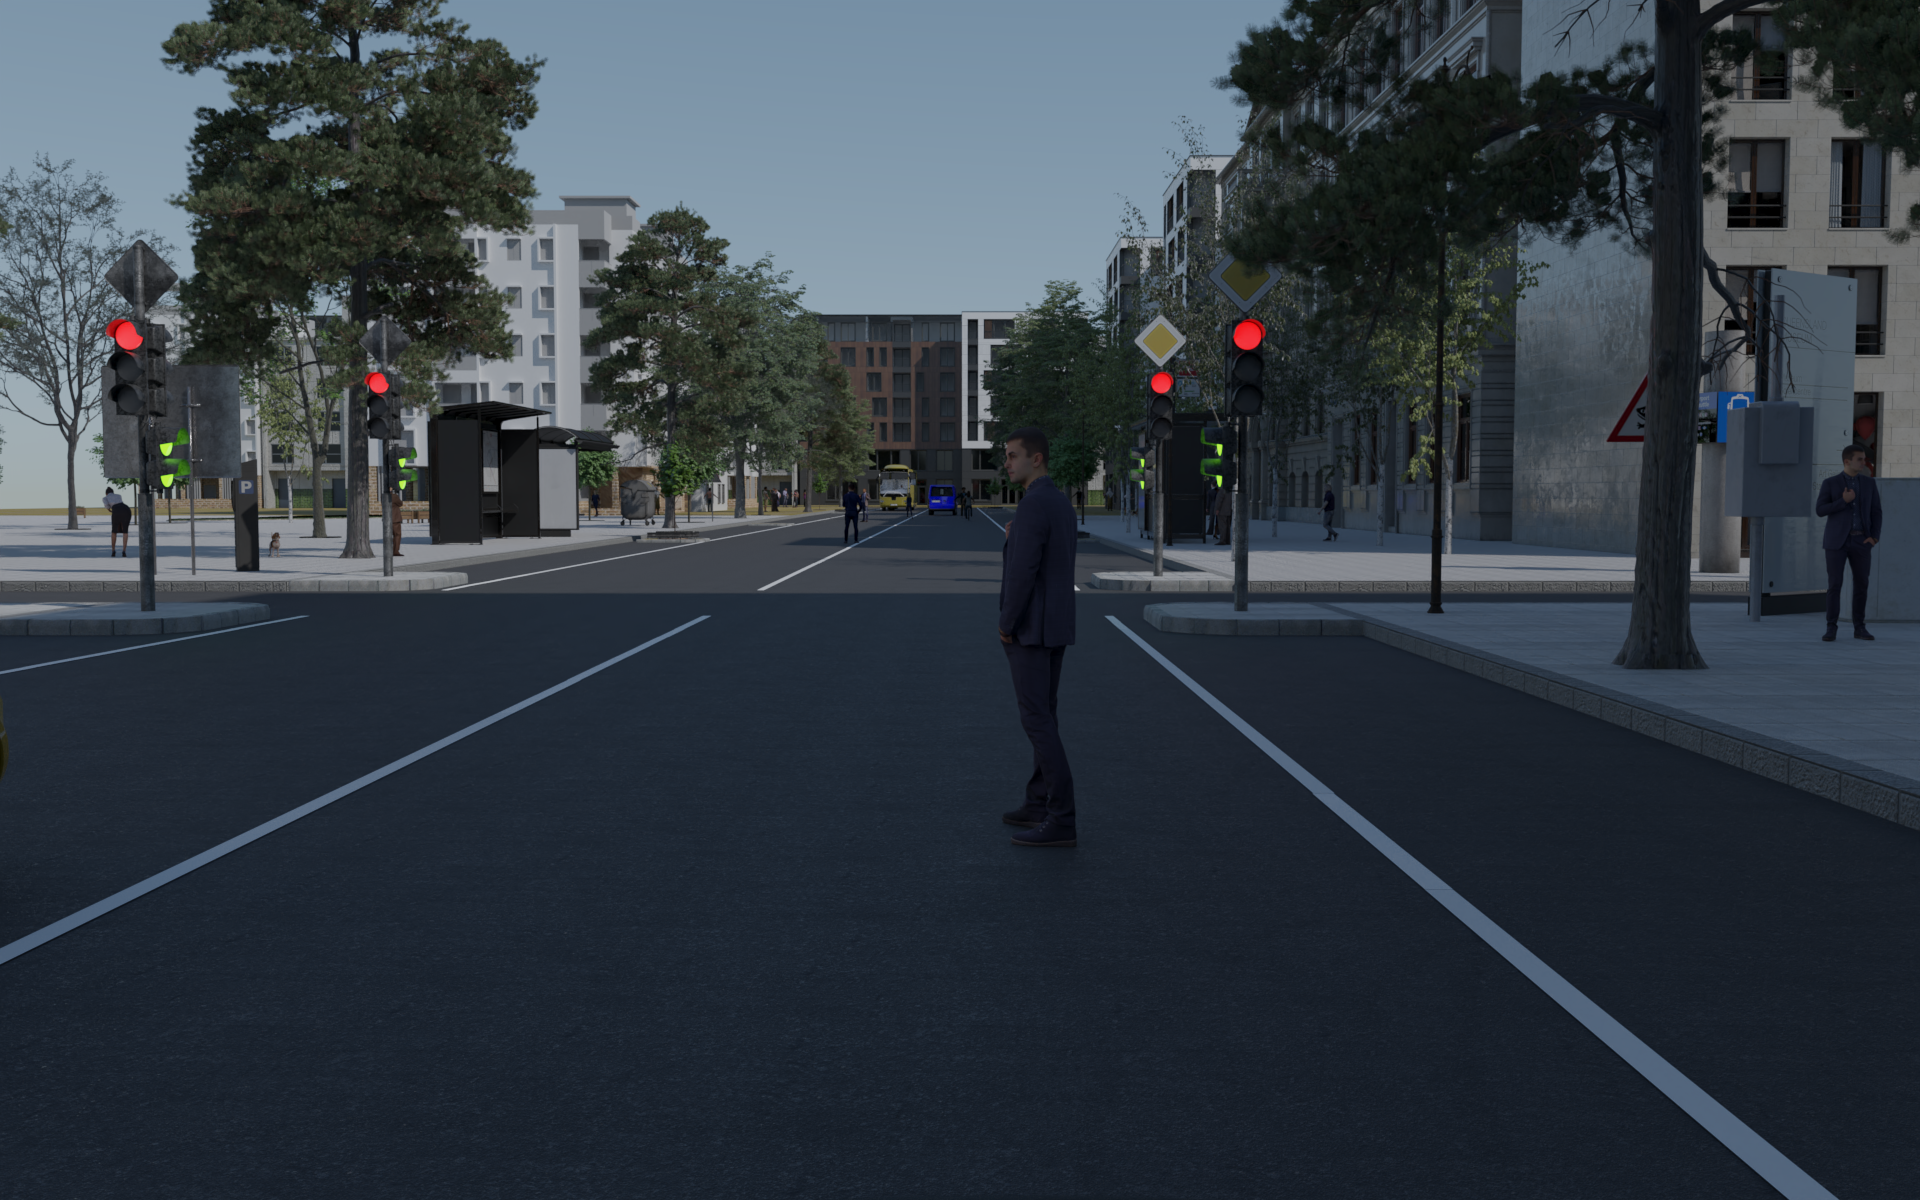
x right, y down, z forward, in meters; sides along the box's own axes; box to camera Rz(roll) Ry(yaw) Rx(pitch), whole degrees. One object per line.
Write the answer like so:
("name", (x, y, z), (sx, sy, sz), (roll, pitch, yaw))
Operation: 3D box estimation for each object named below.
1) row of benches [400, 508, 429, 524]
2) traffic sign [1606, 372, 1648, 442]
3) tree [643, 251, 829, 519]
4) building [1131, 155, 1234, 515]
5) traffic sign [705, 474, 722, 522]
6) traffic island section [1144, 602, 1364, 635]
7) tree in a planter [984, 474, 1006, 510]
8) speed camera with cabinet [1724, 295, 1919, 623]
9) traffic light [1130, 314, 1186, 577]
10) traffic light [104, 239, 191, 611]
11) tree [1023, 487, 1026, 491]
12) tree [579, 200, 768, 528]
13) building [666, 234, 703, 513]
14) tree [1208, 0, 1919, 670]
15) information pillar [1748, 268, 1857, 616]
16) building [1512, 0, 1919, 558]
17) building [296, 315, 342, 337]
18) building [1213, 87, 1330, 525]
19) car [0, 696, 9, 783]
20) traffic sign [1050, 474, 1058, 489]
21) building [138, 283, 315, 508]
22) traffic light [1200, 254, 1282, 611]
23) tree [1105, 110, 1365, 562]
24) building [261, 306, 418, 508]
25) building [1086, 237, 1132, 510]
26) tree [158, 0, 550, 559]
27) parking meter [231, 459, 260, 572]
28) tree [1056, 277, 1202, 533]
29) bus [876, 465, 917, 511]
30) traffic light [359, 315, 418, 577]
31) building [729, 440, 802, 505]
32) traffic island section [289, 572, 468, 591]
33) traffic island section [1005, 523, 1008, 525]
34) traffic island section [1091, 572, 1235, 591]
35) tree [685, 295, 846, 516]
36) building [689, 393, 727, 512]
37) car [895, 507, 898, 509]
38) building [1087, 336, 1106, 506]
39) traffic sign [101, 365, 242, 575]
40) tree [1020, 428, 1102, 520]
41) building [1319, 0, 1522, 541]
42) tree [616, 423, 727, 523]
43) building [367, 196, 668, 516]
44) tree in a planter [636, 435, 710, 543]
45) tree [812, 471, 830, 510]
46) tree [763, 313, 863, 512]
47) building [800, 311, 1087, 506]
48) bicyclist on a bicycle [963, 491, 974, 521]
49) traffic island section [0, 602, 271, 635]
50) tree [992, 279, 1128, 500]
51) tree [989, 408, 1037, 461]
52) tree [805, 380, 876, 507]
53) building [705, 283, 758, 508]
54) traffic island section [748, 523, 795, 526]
("row of benches", (-23.722, -3.701, 75.970), (1.422, 0.672, 4.104), (1, 4, 20))
("traffic sign", (7.071, -1.088, 17.793), (0.884, 2.594, 0.081), (0, 4, 4))
("tree", (-11.645, -11.246, 90.520), (9.857, 13.997, 8.962), (0, 3, 0))
("building", (27.766, -16.940, 120.951), (27.936, 21.610, 32.646), (0, 3, 0))
("traffic sign", (-11.535, -4.935, 80.687), (0.884, 2.594, 0.081), (1, 4, 8))
("traffic island section", (3.107, 0.200, 19.017), (2.009, 0.180, 2.903), (0, 3, 0))
("tree in a planter", (3.143, -9.691, 155.671), (1.991, 3.239, 1.994), (0, 3, 0))
("speed camera with cabinet", (8.853, -1.413, 17.431), (2.038, 3.252, 0.660), (0, 4, 6))
("traffic light", (3.069, -2.302, 26.889), (0.839, 4.213, 0.868), (0, 3, 0))
("traffic light", (-8.894, -1.813, 18.892), (0.839, 4.213, 0.868), (0, 3, 0))
("tree", (6.508, -12.780, 159.316), (4.360, 8.622, 3.978), (0, 3, 0))
("tree", (-10.816, -8.718, 64.588), (6.751, 12.117, 7.091), (0, 3, 0))
("building", (-26.819, -16.078, 119.290), (16.016, 20.091, 11.380), (0, 3, 0))
("tree", (5.207, -5.527, 12.415), (6.751, 12.117, 7.091), (0, 3, 0))
("information pillar", (9.063, -1.669, 18.607), (1.656, 3.620, 0.184), (-2, 4, -34))
("building", (22.710, -11.272, 39.056), (16.860, 20.320, 10.420), (0, 3, 0))
("building", (-66.401, -22.291, 208.426), (32.646, 21.610, 27.936), (0, 3, 0))
("building", (20.380, -16.250, 84.772), (14.460, 24.649, 34.723), (0, 3, 0))
("car", (-4.442, 0.325, 4.904), (2.015, 1.641, 3.980), (0, 4, -2))
("traffic sign", (4.987, -5.409, 88.548), (0.768, 2.556, 0.104), (0, 4, 2))
("building", (-67.902, -18.674, 161.740), (11.380, 20.091, 16.016), (0, 3, 0))
("traffic light", (3.067, -1.814, 18.904), (0.839, 4.213, 0.868), (0, 3, 0))
("tree", (4.997, -5.034, 32.666), (4.360, 8.622, 3.978), (0, 3, 0))
("building", (-46.469, -18.116, 162.647), (31.486, 18.905, 16.747), (0, 3, 0))
("building", (26.671, -18.960, 153.965), (27.936, 21.610, 32.646), (0, 3, 0))
("tree", (-11.827, -7.771, 34.479), (7.806, 13.903, 7.818), (0, 3, 0))
("parking meter", (-11.871, -1.409, 28.756), (0.399, 1.863, 0.255), (-2, 4, -28))
("tree", (5.359, -6.547, 57.408), (4.737, 8.622, 4.395), (0, 3, 0))
("bus", (-5.270, -9.611, 148.691), (2.896, 3.916, 12.252), (0, 4, 2))
("traffic light", (-8.892, -2.302, 26.877), (0.839, 4.213, 0.868), (0, 3, 0))
("building", (-34.337, -20.572, 202.811), (31.486, 18.905, 16.747), (0, 3, 0))
("traffic island section", (-8.932, -0.289, 27.010), (2.009, 0.180, 2.903), (0, 3, 0))
("traffic island section", (3.115, -3.531, 80.593), (1.991, 0.108, 1.994), (0, 3, 0))
("traffic island section", (3.109, -0.289, 27.002), (2.009, 0.180, 2.903), (0, 3, 0))
("tree", (-12.076, -11.800, 103.298), (12.009, 13.543, 11.850), (0, 3, 0))
("building", (-23.166, -12.064, 139.395), (9.099, 9.664, 28.070), (0, 3, 0))
("car", (-5.393, -9.664, 167.052), (2.155, 1.783, 4.494), (0, 4, 0))
("building", (30.097, -20.518, 201.923), (31.486, 18.905, 16.747), (0, 3, 0))
("traffic sign", (-12.448, -2.047, 27.345), (2.265, 3.308, 0.079), (0, 4, 5))
("tree", (5.396, -6.250, 85.905), (4.285, 4.588, 4.351), (0, 3, 0))
("building", (19.166, -13.468, 56.356), (11.583, 22.565, 21.152), (0, 3, 0))
("tree", (-12.251, -5.744, 77.635), (4.285, 4.588, 4.351), (0, 3, 0))
("building", (-27.436, -15.383, 107.932), (16.016, 20.091, 11.380), (0, 3, 0))
("tree in a planter", (-8.596, -3.356, 52.097), (1.991, 3.239, 1.994), (0, 3, 0))
("tree", (-11.147, -8.764, 137.898), (1.663, 3.219, 1.824), (0, 3, 0))
("tree", (-10.418, -13.110, 121.771), (7.806, 13.903, 7.818), (0, 3, 0))
("building", (-1.968, -22.229, 207.415), (32.646, 21.610, 27.936), (0, 3, 0))
("bicyclist on a bicycle", (0.467, -5.096, 93.338), (1.499, 1.676, 1.625), (0, 4, 2))
("traffic island section", (-8.934, 0.199, 19.025), (2.009, 0.180, 2.903), (0, 3, 0))
("tree", (5.588, -10.654, 92.315), (7.486, 12.596, 7.792), (0, 3, 0))
("tree", (5.992, -12.324, 135.905), (8.767, 10.594, 7.601), (1, 4, 14))
("tree", (-11.901, -15.495, 171.466), (7.486, 12.596, 7.792), (0, 3, 0))
("building", (-25.019, -18.689, 161.985), (11.380, 20.091, 16.016), (0, 3, 0))
("traffic island section", (-8.599, -3.442, 79.136), (1.991, 0.108, 1.994), (0, 3, 0))
